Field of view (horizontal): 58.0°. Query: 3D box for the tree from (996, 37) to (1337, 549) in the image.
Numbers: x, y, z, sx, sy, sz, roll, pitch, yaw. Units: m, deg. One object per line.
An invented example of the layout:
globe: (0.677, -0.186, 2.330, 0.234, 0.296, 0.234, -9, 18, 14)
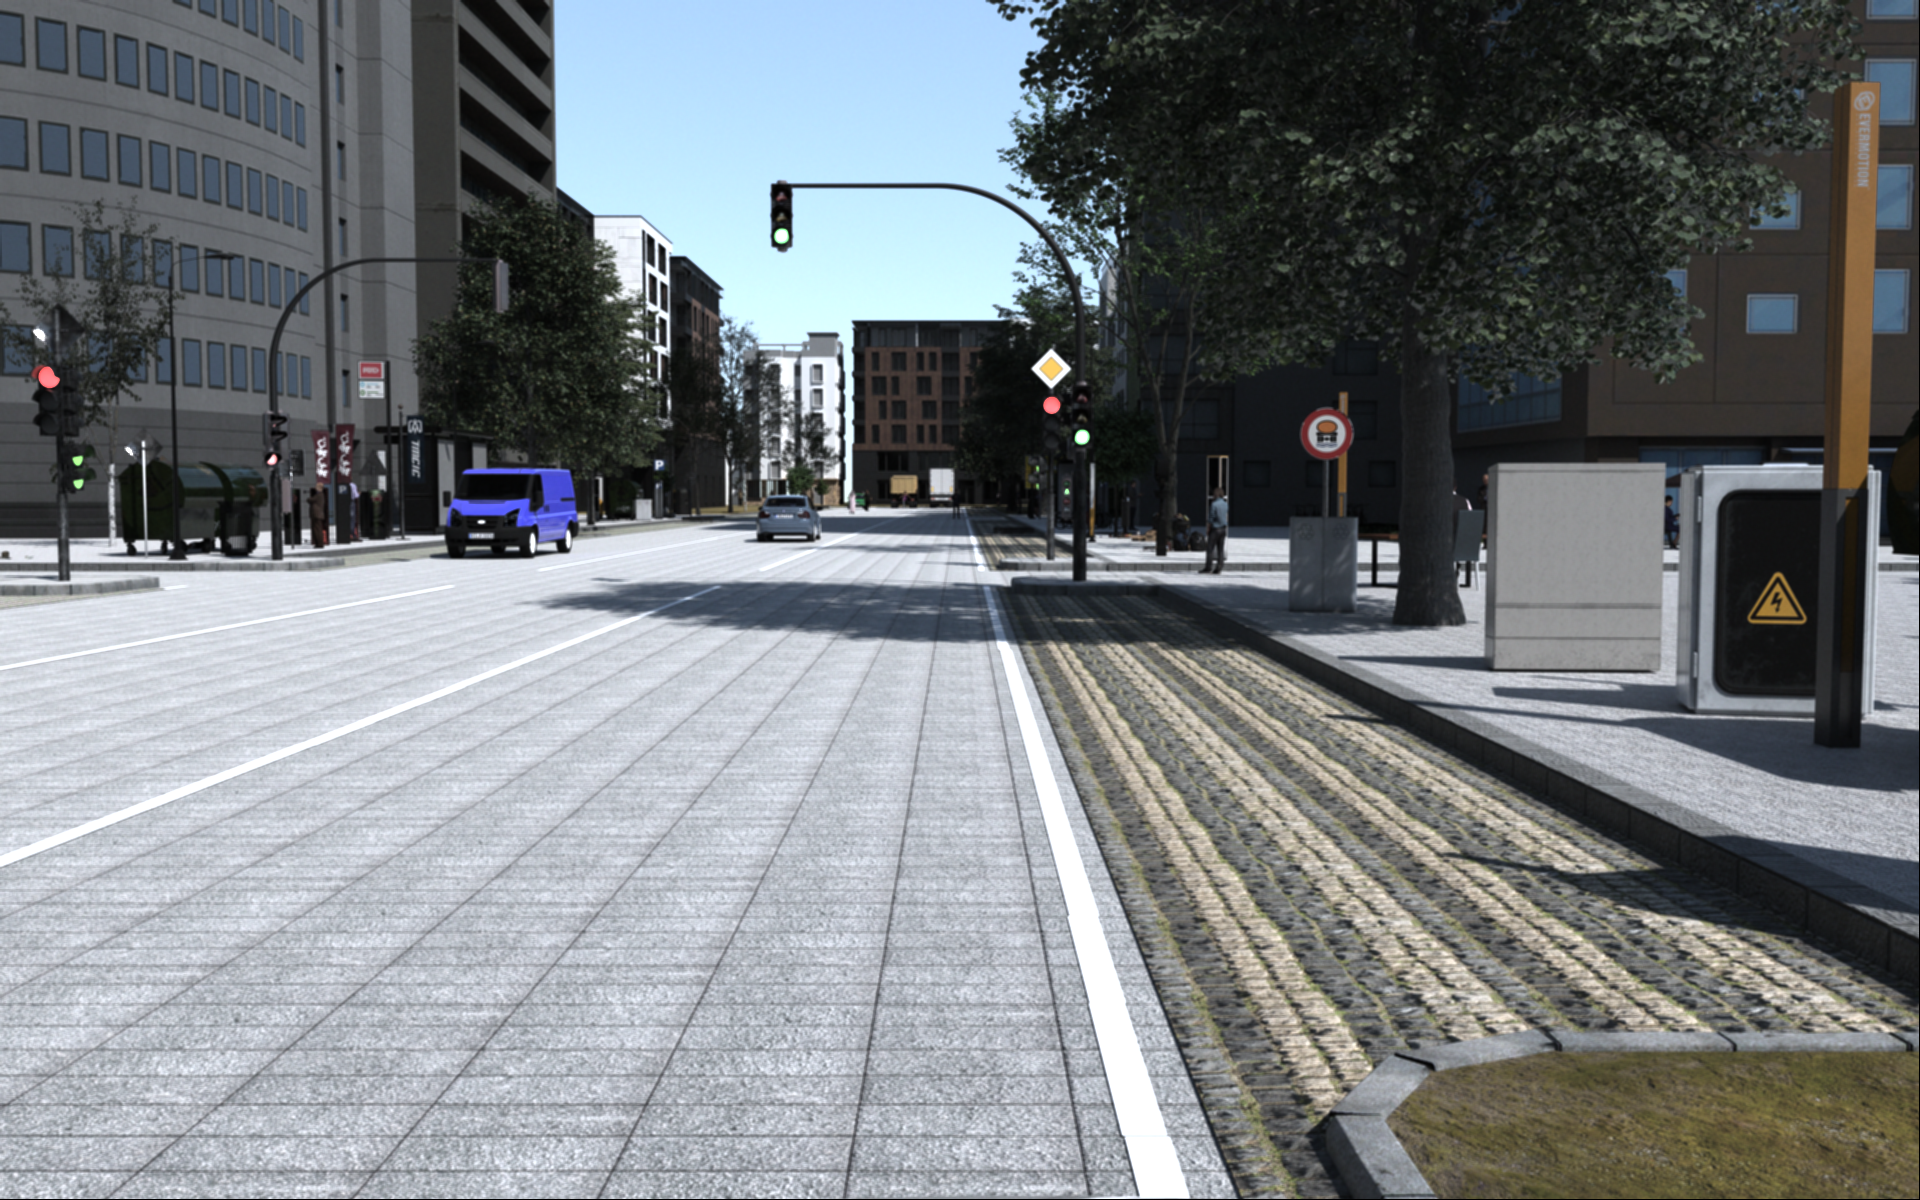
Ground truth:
tree: (4.808, -6.995, 40.120, 9.928, 11.665, 9.643, 0, 3, 0)

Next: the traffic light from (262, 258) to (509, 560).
traffic light: (-11.131, -3.599, 33.506, 4.771, 5.953, 1.251, 0, 3, 0)

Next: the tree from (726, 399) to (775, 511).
tree: (-15.824, -10.900, 128.582, 4.360, 8.622, 3.978, 0, 3, 0)

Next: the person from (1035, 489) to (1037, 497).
person: (7.466, -9.914, 168.271, 0.705, 1.807, 1.348, 0, 4, -5)

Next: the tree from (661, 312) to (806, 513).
tree: (-15.432, -12.612, 116.574, 12.009, 13.543, 11.850, 0, 3, 0)

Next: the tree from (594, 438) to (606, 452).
tree: (-20.408, -8.896, 95.807, 4.737, 8.622, 4.395, 0, 3, 0)

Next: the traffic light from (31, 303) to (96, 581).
traffic light: (-13.221, -2.236, 25.485, 0.839, 4.253, 0.868, 0, 3, 0)

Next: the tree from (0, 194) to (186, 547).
tree: (-20.905, -5.606, 42.026, 4.360, 8.622, 3.978, 0, 3, 0)

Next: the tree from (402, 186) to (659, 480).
tree: (-16.149, -9.041, 64.827, 9.611, 12.733, 9.660, 0, 3, 0)

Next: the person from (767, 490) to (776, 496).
person: (-19.302, -10.473, 177.993, 1.217, 1.735, 0.721, -1, 4, -8)

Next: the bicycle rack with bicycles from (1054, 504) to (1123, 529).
bicycle rack with bicycles: (4.755, -3.124, 64.461, 2.925, 0.926, 2.852, 0, 4, -4)

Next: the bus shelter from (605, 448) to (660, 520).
bus shelter: (-16.926, -6.019, 89.701, 1.731, 3.624, 6.357, 0, 3, 0)

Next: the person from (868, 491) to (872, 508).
person: (-9.572, -10.426, 179.683, 1.217, 1.735, 0.721, 3, 5, 41)

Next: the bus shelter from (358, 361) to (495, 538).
bus shelter: (-17.003, -4.724, 54.875, 2.179, 5.291, 8.768, 0, 4, 0)

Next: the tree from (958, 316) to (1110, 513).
tree: (4.977, -12.577, 115.997, 12.009, 13.543, 11.850, 0, 3, 0)

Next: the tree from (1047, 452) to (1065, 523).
tree: (4.626, -5.098, 77.947, 1.663, 3.219, 1.824, 0, 3, 0)

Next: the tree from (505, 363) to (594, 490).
tree: (-21.715, -8.515, 89.577, 4.737, 8.622, 4.395, 0, 3, 0)

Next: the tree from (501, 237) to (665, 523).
tree: (-16.918, -9.726, 77.141, 7.486, 12.596, 7.792, 0, 3, 0)

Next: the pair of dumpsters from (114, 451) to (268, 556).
pair of dumpsters: (-16.636, -2.147, 37.603, 1.574, 2.255, 4.437, 0, 4, 0)

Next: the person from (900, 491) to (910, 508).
person: (-5.517, -10.127, 174.758, 1.217, 1.739, 0.721, -1, 4, -9)

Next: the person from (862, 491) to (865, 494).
person: (-9.812, -10.166, 175.386, 0.551, 1.740, 0.621, 1, 4, 19)

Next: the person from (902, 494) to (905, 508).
person: (-5.669, -9.860, 172.928, 0.599, 1.433, 0.991, 0, 4, 7)

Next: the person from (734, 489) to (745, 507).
person: (-22.542, -10.492, 177.685, 1.348, 1.812, 0.705, -1, 4, -11)

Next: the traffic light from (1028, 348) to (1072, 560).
traffic light: (1.739, -2.726, 33.489, 0.839, 4.253, 0.868, 0, 3, 0)

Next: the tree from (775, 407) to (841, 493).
tree: (-16.181, -15.279, 184.220, 7.601, 10.594, 8.767, -1, 4, -21)

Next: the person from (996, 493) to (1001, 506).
person: (3.970, -10.358, 178.581, 0.628, 1.438, 0.799, -3, 5, -44)

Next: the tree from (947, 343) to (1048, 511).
tree: (3.638, -12.878, 127.557, 9.611, 12.733, 9.660, 0, 3, 0)

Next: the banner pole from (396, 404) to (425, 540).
banner pole: (-15.396, -3.578, 48.511, 0.863, 3.779, 0.401, 0, 4, -7)

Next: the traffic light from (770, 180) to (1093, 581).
traffic light: (-0.351, -3.101, 25.362, 4.771, 5.953, 1.251, 0, 3, 0)

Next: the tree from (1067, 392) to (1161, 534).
tree: (4.993, -4.415, 55.902, 4.285, 4.588, 4.351, 0, 3, 0)

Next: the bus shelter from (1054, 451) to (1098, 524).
bus shelter: (5.035, -4.887, 73.832, 2.014, 3.302, 5.546, 0, 4, 0)

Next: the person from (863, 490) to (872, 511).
person: (-7.915, -8.484, 147.349, 0.705, 1.807, 1.348, -2, 4, -32)

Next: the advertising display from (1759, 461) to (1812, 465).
advertising display: (16.013, -1.740, 33.658, 0.974, 1.923, 0.123, 0, 4, 4)

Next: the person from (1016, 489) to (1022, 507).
person: (5.723, -9.879, 168.006, 0.683, 1.767, 0.568, 0, 4, 1)

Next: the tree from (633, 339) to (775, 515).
tree: (-16.189, -10.417, 104.736, 7.601, 10.594, 8.767, 1, 4, 8)

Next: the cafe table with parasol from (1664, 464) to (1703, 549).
cafe table with parasol: (17.073, -2.153, 40.072, 2.610, 1.966, 2.610, -1, 4, -16)

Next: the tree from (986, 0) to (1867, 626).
tree: (4.610, -6.723, 16.580, 9.857, 13.997, 8.962, 0, 3, 0)

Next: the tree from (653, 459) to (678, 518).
tree: (-16.286, -6.126, 94.764, 1.663, 3.219, 1.824, 0, 3, 0)

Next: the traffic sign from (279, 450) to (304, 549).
traffic sign: (-15.499, -2.327, 40.174, 0.606, 2.300, 0.079, 0, 4, 4)

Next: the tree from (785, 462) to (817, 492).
tree: (-15.970, -11.637, 173.974, 4.285, 4.588, 4.351, 0, 3, 0)

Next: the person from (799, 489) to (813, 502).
person: (-11.203, -7.059, 124.050, 1.348, 1.807, 0.705, 1, 4, 22)
